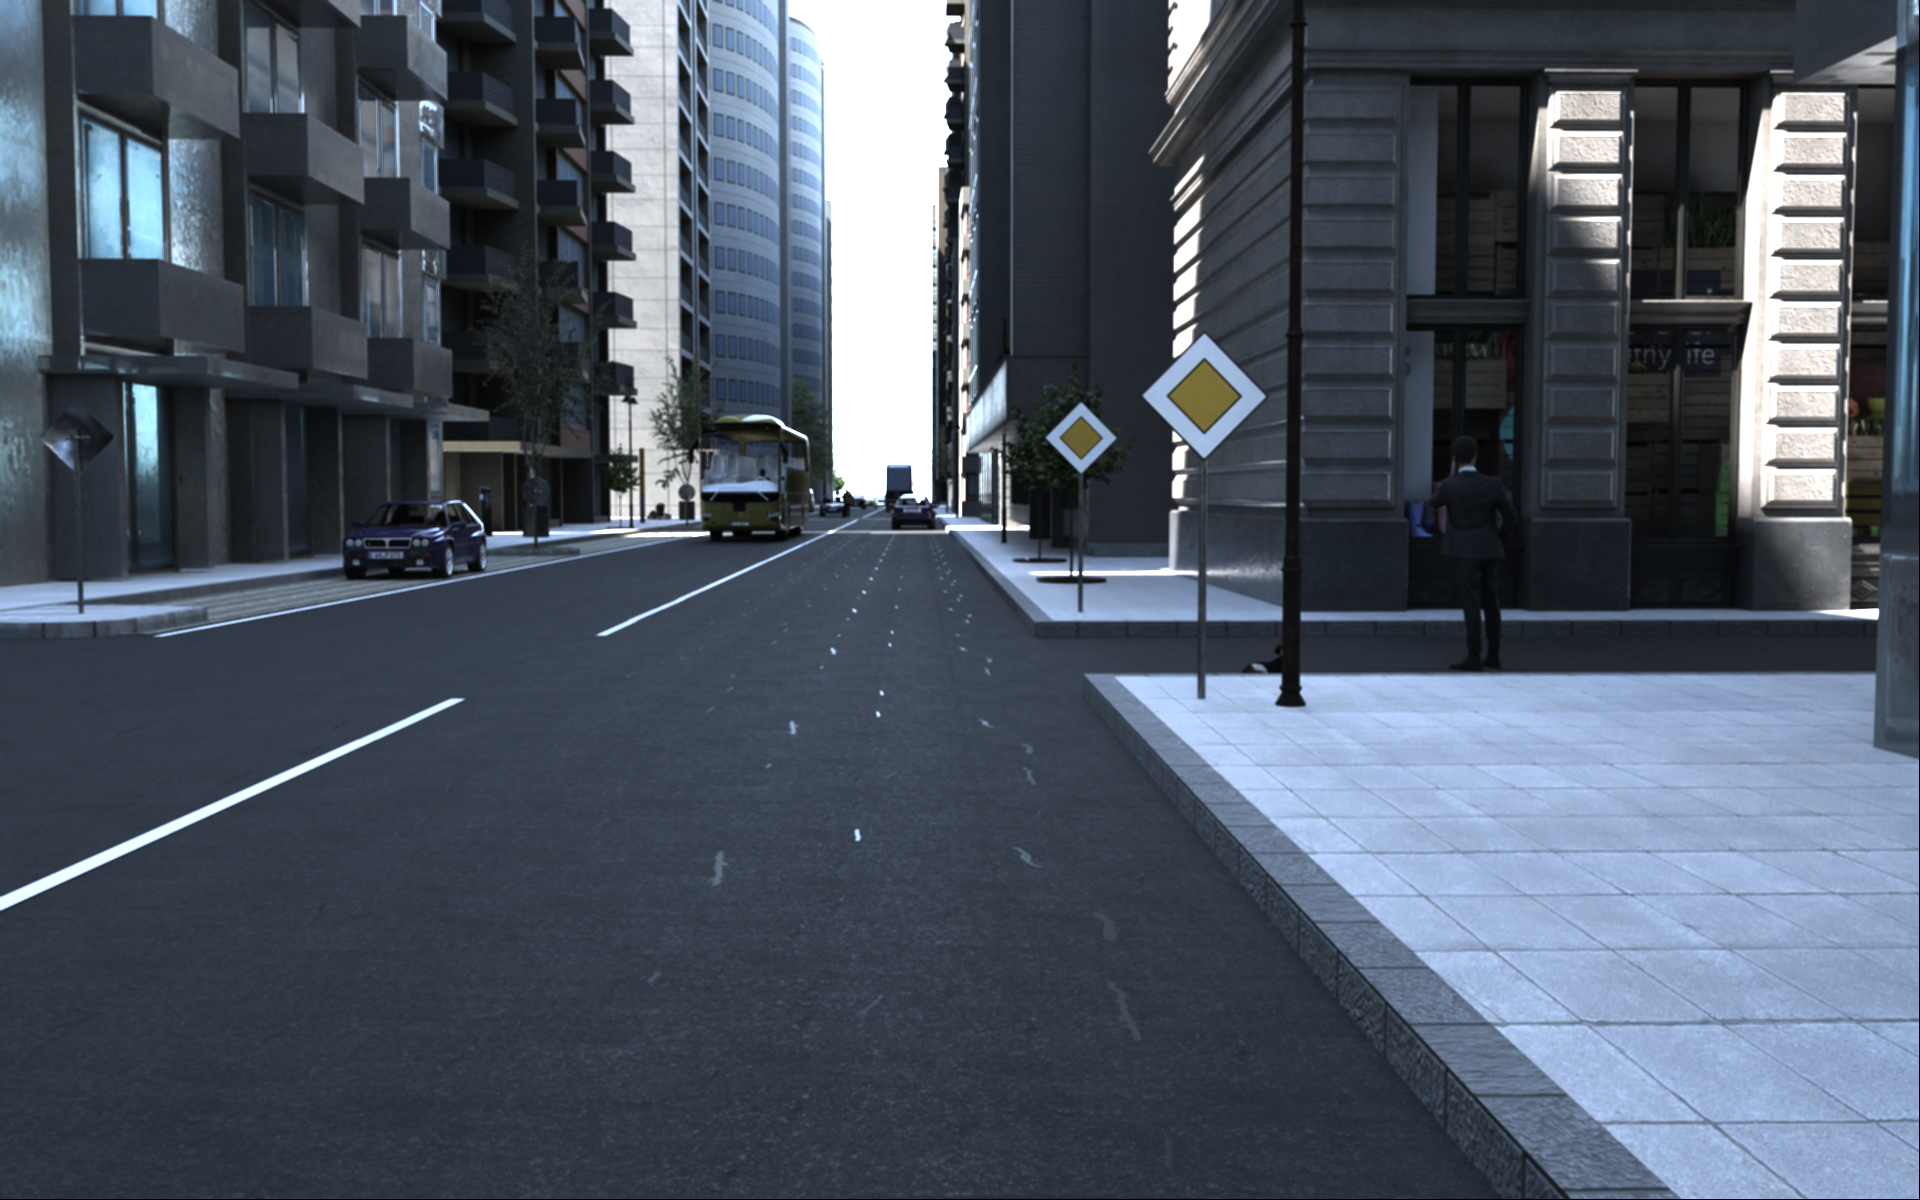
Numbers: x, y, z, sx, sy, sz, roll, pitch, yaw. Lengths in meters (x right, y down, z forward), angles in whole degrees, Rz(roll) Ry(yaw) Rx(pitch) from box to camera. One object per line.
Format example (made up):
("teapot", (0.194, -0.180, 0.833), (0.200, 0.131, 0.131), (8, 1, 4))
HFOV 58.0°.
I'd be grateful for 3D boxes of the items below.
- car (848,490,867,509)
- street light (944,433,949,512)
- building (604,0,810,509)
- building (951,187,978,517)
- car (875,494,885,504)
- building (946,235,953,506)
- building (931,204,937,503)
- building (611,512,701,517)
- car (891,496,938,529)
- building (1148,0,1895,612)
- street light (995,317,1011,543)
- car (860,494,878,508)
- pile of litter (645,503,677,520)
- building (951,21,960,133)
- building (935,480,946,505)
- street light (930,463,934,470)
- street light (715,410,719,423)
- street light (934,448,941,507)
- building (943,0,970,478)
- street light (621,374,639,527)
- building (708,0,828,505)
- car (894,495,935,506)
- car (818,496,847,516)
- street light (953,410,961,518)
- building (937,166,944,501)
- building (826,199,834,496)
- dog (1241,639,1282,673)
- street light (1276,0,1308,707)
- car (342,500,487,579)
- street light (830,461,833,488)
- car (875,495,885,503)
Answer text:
("car", (-10.069, -9.678, 166.912), (2.281, 1.827, 5.304), (0, 4, -2))
("street light", (-0.907, -9.095, 121.487), (0.468, 5.910, 1.993), (0, 4, -1))
("building", (-26.865, -45.755, 186.342), (20.563, 71.187, 20.611), (0, 4, -1))
("building", (13.558, -16.352, 112.391), (27.650, 21.520, 28.899), (0, 4, -1))
("car", (-11.486, -14.428, 247.689), (2.131, 1.459, 4.920), (0, 4, -2))
("building", (5.474, -25.736, 192.488), (14.160, 30.474, 14.107), (0, 4, -1))
("building", (2.916, -34.400, 246.028), (14.154, 41.232, 14.086), (0, 4, -1))
("building", (-23.541, -40.646, 102.812), (20.563, 71.187, 20.611), (0, 4, -1))
("car", (-1.911, -3.620, 71.775), (1.945, 1.354, 3.894), (0, 4, 0))
("building", (12.785, -11.883, 23.163), (19.941, 23.489, 11.050), (0, 4, -1))
("street light", (1.160, -4.443, 45.436), (0.468, 5.910, 1.993), (0, 4, -1))
("car", (-9.492, -10.395, 180.184), (2.015, 1.641, 3.980), (0, 3, 0))
("pile of litter", (-15.020, -4.478, 87.181), (1.719, 0.858, 1.176), (0, 4, -3))
("building", (6.191, -31.344, 162.581), (14.600, 45.320, 14.200), (0, 4, -1))
("building", (12.930, -31.801, 211.819), (32.217, 40.220, 23.993), (0, 4, -1))
("street light", (-2.990, -14.120, 203.647), (0.468, 5.910, 1.993), (0, 4, -1))
("street light", (-13.395, -7.507, 95.529), (0.468, 5.910, 1.993), (0, 4, -1))
("street light", (-2.080, -12.060, 169.967), (0.468, 5.910, 1.993), (0, 4, -1))
("building", (9.794, -29.741, 140.885), (22.147, 44.769, 28.867), (0, 4, -1))
("street light", (-12.746, -5.763, 67.006), (0.468, 5.910, 1.993), (0, 4, -1))
("building", (-27.509, -40.958, 211.660), (21.231, 58.520, 28.212), (0, 4, -1))
("car", (-2.181, -4.363, 83.331), (2.014, 1.417, 4.499), (0, 4, -1))
("car", (-8.229, -6.125, 112.728), (1.945, 1.354, 3.894), (0, 4, -2))
("street light", (-0.149, -7.385, 93.534), (0.468, 5.910, 1.993), (0, 4, -1))
("building", (3.879, -35.513, 230.749), (14.600, 45.320, 14.200), (0, 4, -1))
("building", (-24.396, -33.627, 233.399), (14.154, 41.232, 14.086), (0, 4, -1))
("dog", (2.295, 0.436, 13.069), (0.748, 0.427, 0.550), (1, 4, 14))
("street light", (2.010, -2.297, 10.350), (0.468, 5.910, 1.993), (0, 4, -1))
("car", (-9.517, -1.088, 30.370), (1.945, 1.354, 3.894), (0, 4, -3))
("street light", (-16.834, -15.572, 227.387), (0.468, 5.910, 1.993), (0, 4, -1))
("car", (-10.843, -13.703, 236.407), (2.083, 1.381, 4.827), (0, 4, -3))
